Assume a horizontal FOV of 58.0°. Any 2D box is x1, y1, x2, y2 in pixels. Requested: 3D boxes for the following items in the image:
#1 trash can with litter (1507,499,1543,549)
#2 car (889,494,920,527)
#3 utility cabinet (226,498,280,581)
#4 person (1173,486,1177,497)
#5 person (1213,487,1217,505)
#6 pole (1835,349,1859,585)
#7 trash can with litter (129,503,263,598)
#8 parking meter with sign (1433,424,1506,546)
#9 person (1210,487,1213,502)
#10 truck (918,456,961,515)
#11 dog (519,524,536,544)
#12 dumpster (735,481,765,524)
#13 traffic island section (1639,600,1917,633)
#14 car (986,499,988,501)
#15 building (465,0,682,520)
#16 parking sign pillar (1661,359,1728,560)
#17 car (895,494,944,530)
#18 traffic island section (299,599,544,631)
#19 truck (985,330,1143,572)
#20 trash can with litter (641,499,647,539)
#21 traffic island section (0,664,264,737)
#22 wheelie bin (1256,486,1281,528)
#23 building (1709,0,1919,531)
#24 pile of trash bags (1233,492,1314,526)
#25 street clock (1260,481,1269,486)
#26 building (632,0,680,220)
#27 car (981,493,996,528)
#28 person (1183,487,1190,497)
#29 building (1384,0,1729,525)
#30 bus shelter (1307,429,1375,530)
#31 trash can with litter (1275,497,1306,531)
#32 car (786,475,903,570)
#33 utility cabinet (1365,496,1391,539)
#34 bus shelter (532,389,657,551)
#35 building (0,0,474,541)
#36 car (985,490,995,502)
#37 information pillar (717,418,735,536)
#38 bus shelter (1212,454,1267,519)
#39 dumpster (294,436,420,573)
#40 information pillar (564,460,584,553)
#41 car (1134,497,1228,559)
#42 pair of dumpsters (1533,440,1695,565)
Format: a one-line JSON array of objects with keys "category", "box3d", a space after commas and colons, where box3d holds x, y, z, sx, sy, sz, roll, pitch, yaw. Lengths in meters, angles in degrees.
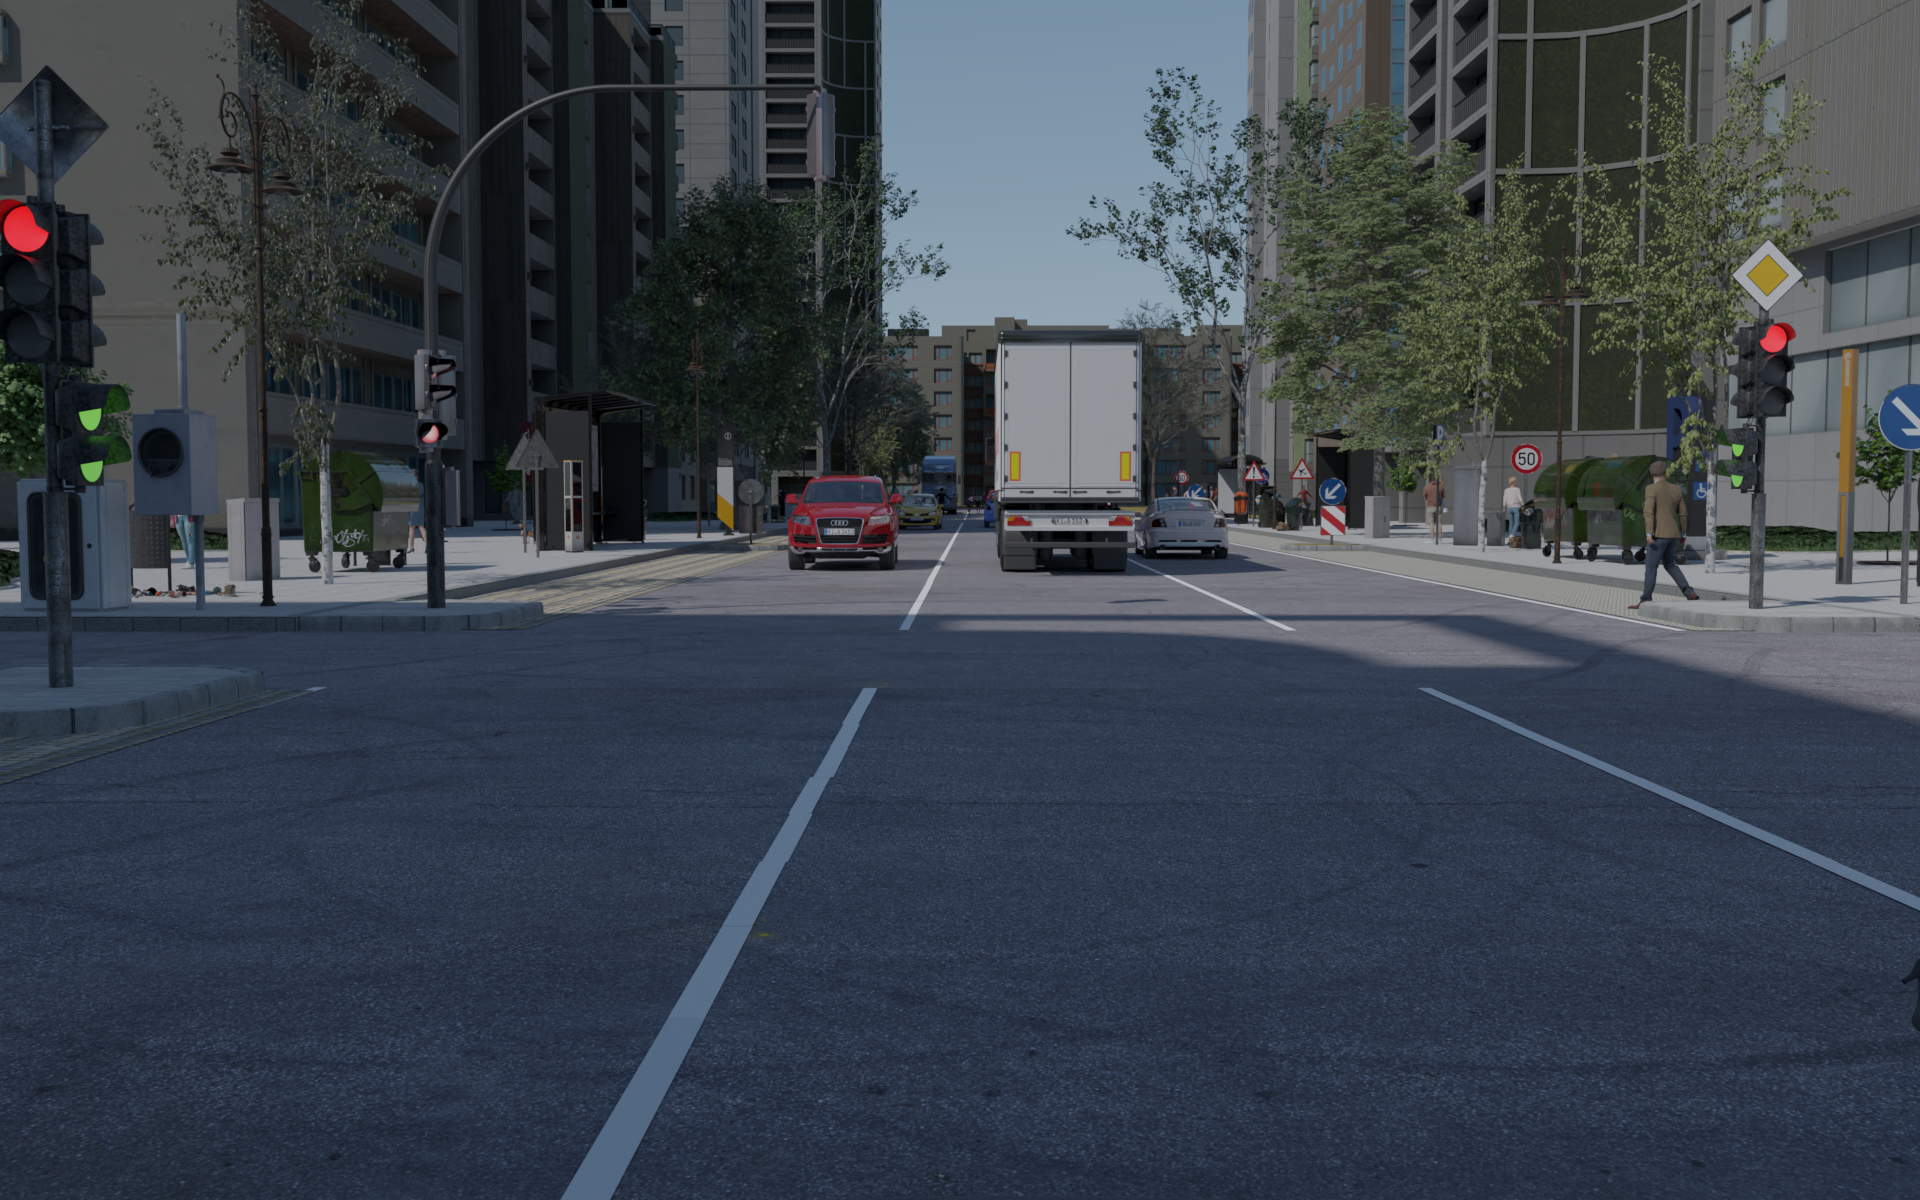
[{"category": "trash can with litter", "box3d": [13.261, -1.796, 40.751, 0.624, 1.170, 1.055, -1, 4, -19]}, {"category": "car", "box3d": [-2.594, -3.993, 77.077, 2.131, 1.459, 4.920, 0, 4, 2]}, {"category": "utility cabinet", "box3d": [-10.589, -0.906, 25.967, 0.306, 1.237, 1.020, 0, 4, 7]}, {"category": "person", "box3d": [13.144, -6.085, 105.986, 0.568, 1.767, 0.683, -2, 4, -24]}, {"category": "person", "box3d": [20.529, -8.102, 138.451, 1.348, 1.831, 0.705, 0, 4, -4]}, {"category": "pole", "box3d": [12.557, -1.876, 24.509, 0.158, 3.312, 0.155, 0, 3, 0]}, {"category": "trash can with litter", "box3d": [-9.853, -0.654, 21.750, 2.233, 1.210, 1.678, 0, 4, 3]}, {"category": "parking meter with sign", "box3d": [12.672, -2.861, 43.037, 1.738, 3.016, 0.543, 3, 4, 36]}, {"category": "person", "box3d": [18.400, -7.398, 127.079, 0.705, 1.814, 1.350, 0, 4, 5]}, {"category": "truck", "box3d": [-1.461, -8.431, 127.603, 2.967, 4.110, 18.799, 0, 4, 0]}, {"category": "dog", "box3d": [-11.154, -1.702, 44.659, 0.540, 0.507, 0.406, 0, 4, 3]}, {"category": "dumpster", "box3d": [-8.709, -3.974, 70.729, 1.264, 1.857, 1.865, 0, 4, 1]}, {"category": "traffic island section", "box3d": [8.920, 0.178, 19.367, 2.009, 0.180, 2.903, 0, 4, 1]}, {"category": "car", "box3d": [2.888, -6.852, 121.063, 2.155, 1.783, 4.494, 0, 4, 1]}, {"category": "building", "box3d": [-24.657, -20.183, 101.698, 14.160, 30.474, 14.107, 0, 4, 1]}, {"category": "parking sign pillar", "box3d": [14.368, -2.790, 34.089, 1.447, 3.967, 1.447, 0, 4, 1]}, {"category": "car", "box3d": [-1.636, -3.674, 70.298, 2.015, 1.641, 3.980, 0, 4, 2]}, {"category": "traffic island section", "box3d": [-5.920, 0.168, 19.530, 2.009, 0.180, 2.903, 0, 4, 1]}, {"category": "truck", "box3d": [1.948, -2.832, 35.217, 2.839, 4.237, 11.283, 0, 4, 1]}, {"category": "trash can with litter", "box3d": [-9.210, -2.280, 48.661, 0.624, 1.170, 1.055, -2, 4, -35]}, {"category": "traffic island section", "box3d": [-6.006, 0.657, 11.546, 2.009, 0.180, 2.903, 0, 4, 1]}, {"category": "wheelie bin", "box3d": [11.742, -3.539, 65.774, 0.980, 1.594, 0.693, -1, 4, -10]}, {"category": "building", "box3d": [37.540, -27.733, 42.678, 27.495, 52.752, 28.713, 0, 4, 1]}, {"category": "pile of trash bags", "box3d": [12.740, -3.707, 70.360, 3.447, 1.369, 1.912, 2, 4, 31]}, {"category": "street clock", "box3d": [15.198, -5.015, 86.562, 0.471, 2.002, 0.358, -3, 5, -41]}, {"category": "building", "box3d": [-28.488, -43.418, 148.132, 20.611, 71.187, 20.563, 0, 4, 1]}, {"category": "car", "box3d": [1.889, -4.003, 75.041, 1.945, 1.707, 3.694, 0, 4, 1]}, {"category": "person", "box3d": [13.668, -5.870, 102.954, 0.756, 1.711, 0.436, 0, 4, 2]}, {"category": "building", "box3d": [29.860, -38.912, 74.465, 20.563, 71.187, 20.611, 0, 4, 1]}, {"category": "bus shelter", "box3d": [14.455, -4.513, 65.063, 1.731, 3.624, 6.357, 0, 4, 1]}, {"category": "trash can with litter", "box3d": [11.472, -2.983, 60.165, 1.055, 1.170, 0.624, -3, 5, -40]}, {"category": "car", "box3d": [-2.266, -1.576, 34.442, 2.281, 1.827, 5.304, 0, 4, -1]}, {"category": "utility cabinet", "box3d": [12.133, -2.394, 50.310, 0.306, 1.237, 1.020, 3, 5, 41]}, {"category": "bus shelter", "box3d": [-8.759, -3.103, 42.010, 1.731, 3.624, 6.357, 0, 4, 1]}, {"category": "building", "box3d": [-29.918, -26.464, 56.382, 21.300, 48.544, 21.600, 0, 4, 1]}, {"category": "car", "box3d": [3.306, -8.636, 149.873, 2.281, 1.827, 5.304, 0, 4, -1]}, {"category": "information pillar", "box3d": [-7.224, -3.795, 53.395, 0.504, 3.616, 0.183, -1, 4, -14]}, {"category": "bus shelter", "box3d": [14.476, -5.874, 89.962, 2.014, 3.302, 5.546, 0, 4, 0]}, {"category": "dumpster", "box3d": [-10.083, -1.621, 28.996, 1.502, 2.255, 1.985, 0, 4, 1]}, {"category": "information pillar", "box3d": [-8.459, -2.046, 37.942, 0.304, 2.012, 0.304, -3, 5, -45]}, {"category": "car", "box3d": [5.054, -1.679, 39.821, 2.083, 1.381, 4.827, 0, 4, 2]}, {"category": "pair of dumpsters", "box3d": [12.477, -1.878, 33.206, 1.574, 2.255, 4.437, 0, 4, 0]}]
